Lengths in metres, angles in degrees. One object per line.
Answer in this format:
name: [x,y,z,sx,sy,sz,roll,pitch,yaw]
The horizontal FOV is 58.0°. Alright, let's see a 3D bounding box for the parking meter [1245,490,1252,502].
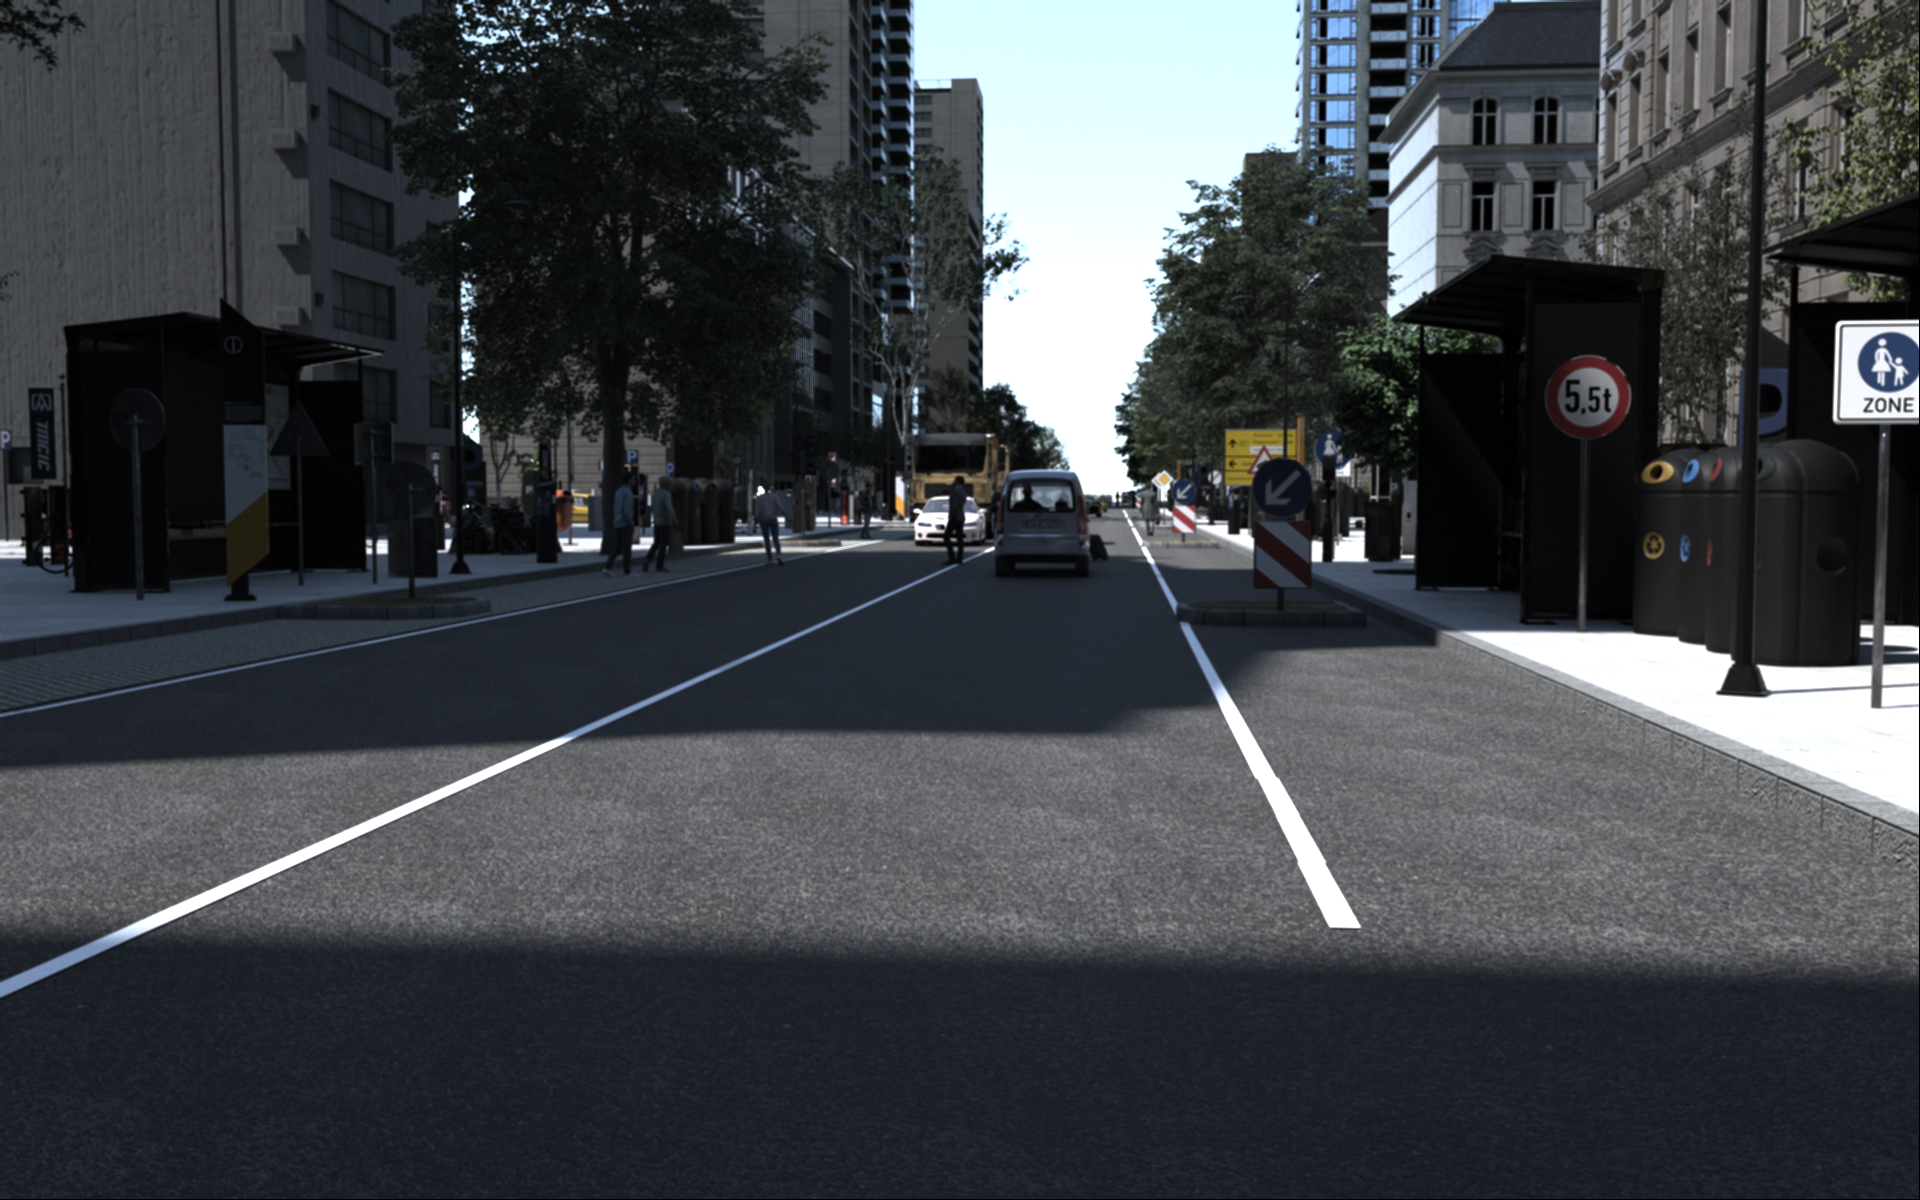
parking meter: [15.080,-5.014,90.393,0.372,1.533,0.369,0,3,0]

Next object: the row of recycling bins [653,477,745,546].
row of recycling bins: [-6.808,-2.271,44.242,1.069,1.692,3.534,1,4,18]

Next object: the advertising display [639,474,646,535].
advertising display: [-10.445,-3.038,54.882,0.974,1.923,0.123,0,4,4]

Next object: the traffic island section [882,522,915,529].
traffic island section: [-2.099,-3.044,72.046,2.009,0.180,2.903,0,4,5]

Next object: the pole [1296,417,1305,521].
pole: [9.080,-3.201,46.177,0.158,3.312,0.155,0,3,0]

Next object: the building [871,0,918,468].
building: [-15.589,-53.767,191.758,22.319,86.520,31.000,0,4,5]

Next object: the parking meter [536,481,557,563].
parking meter: [-7.706,-1.460,32.280,0.372,1.533,0.369,0,3,0]

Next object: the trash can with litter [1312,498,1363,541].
trash can with litter: [10.089,-2.248,47.818,1.678,1.210,2.233,0,4,-3]

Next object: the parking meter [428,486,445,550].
parking meter: [-12.001,-1.912,39.675,0.372,1.533,0.369,0,3,0]

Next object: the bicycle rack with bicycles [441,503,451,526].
bicycle rack with bicycles: [-21.719,-3.462,69.994,2.852,0.926,2.925,1,4,16]

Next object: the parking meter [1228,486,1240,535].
parking meter: [8.701,-2.847,54.963,0.372,1.533,0.369,0,3,0]

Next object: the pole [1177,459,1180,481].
pole: [12.891,-6.623,102.135,0.158,3.312,0.155,0,3,0]

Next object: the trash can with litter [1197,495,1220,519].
trash can with litter: [12.744,-4.715,88.140,2.233,1.210,1.678,2,4,35]

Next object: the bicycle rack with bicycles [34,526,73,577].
bicycle rack with bicycles: [-13.404,-0.895,28.015,2.925,0.926,2.852,-1,4,-12]

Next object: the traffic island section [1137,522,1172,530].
traffic island section: [8.400,-2.986,71.106,2.009,0.180,2.903,0,4,5]

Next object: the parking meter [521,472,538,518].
parking meter: [-11.386,-2.456,45.872,0.399,1.863,0.255,0,4,0]

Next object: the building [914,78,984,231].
building: [-4.211,-52.911,303.348,20.563,71.187,20.611,0,4,5]

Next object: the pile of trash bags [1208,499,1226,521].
pile of trash bags: [13.728,-4.470,82.829,3.447,1.369,1.912,-1,4,-16]

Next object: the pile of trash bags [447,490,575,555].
pile of trash bags: [-9.614,-1.742,38.236,1.912,1.369,3.447,1,4,21]

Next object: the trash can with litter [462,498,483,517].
trash can with litter: [-13.481,-2.292,48.861,1.055,1.170,0.624,-2,4,-35]

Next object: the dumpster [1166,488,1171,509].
dumpster: [18.062,-8.590,146.204,1.264,1.857,1.865,0,4,5]

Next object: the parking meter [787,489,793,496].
parking meter: [-8.271,-4.669,84.742,0.372,1.533,0.369,0,3,0]

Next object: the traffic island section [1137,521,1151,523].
traffic island section: [9.112,-3.473,79.059,2.009,0.180,2.903,0,4,5]

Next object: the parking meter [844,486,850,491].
parking meter: [-7.713,-6.864,117.937,0.255,1.863,0.399,-3,4,-37]

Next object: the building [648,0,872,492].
building: [-17.014,-44.497,165.777,20.563,71.187,20.611,0,4,5]

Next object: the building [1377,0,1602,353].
building: [46.209,-19.412,93.796,44.131,29.872,17.030,0,4,5]

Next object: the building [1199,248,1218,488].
building: [49.092,-39.940,303.133,14.600,45.320,14.200,0,4,5]

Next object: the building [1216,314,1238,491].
building: [45.497,-29.834,259.489,14.160,30.474,14.107,0,4,5]

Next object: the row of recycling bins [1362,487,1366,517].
row of recycling bins: [22.144,-5.426,95.834,1.069,1.692,3.534,3,5,44]

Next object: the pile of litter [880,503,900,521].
pile of litter: [-3.374,-4.323,84.649,1.176,0.858,1.719,1,4,12]

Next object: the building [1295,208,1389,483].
building: [33.450,-19.138,141.792,11.050,23.489,19.941,0,4,5]

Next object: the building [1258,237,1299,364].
building: [40.304,-25.909,195.319,14.160,30.474,14.107,0,4,5]

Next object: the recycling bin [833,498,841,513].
recycling bin: [-7.978,-6.254,114.813,0.722,1.027,0.722,-1,4,-18]

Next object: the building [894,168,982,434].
building: [-8.506,-38.980,261.029,21.300,48.544,21.600,0,4,5]

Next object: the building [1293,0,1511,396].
building: [41.859,-52.489,170.868,22.319,86.520,31.000,0,4,5]

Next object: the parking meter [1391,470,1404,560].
parking meter: [8.457,-1.726,33.930,0.399,1.863,0.255,0,4,-4]

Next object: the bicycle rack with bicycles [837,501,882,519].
bicycle rack with bicycles: [-5.020,-4.678,89.862,2.925,0.926,2.852,-2,4,-25]

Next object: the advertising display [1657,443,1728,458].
advertising display: [9.303,-1.032,22.085,0.974,1.923,0.123,0,4,-5]

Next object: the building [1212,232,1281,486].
building: [51.943,-38.316,281.098,22.147,44.769,28.867,0,4,5]

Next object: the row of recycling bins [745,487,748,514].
row of recycling bins: [-11.364,-5.041,89.532,1.069,1.692,3.534,-1,4,-9]

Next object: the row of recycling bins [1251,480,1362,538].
row of recycling bins: [10.157,-2.705,51.342,3.534,1.692,1.069,-2,4,-31]

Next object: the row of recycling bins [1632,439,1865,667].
row of recycling bins: [6.544,-0.452,14.506,1.069,1.692,3.534,0,4,6]

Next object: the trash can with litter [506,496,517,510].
trash can with litter: [-22.260,-4.495,84.544,2.233,1.210,1.678,0,4,-8]

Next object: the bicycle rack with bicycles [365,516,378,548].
bicycle rack with bicycles: [-15.665,-1.709,41.323,2.925,0.926,2.852,3,5,41]

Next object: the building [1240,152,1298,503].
building: [40.898,-32.166,209.506,14.154,41.232,14.086,0,4,5]

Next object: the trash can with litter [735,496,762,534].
trash can with litter: [-7.172,-2.737,55.805,2.233,1.210,1.678,-2,4,-34]

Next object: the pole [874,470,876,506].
pole: [-7.090,-9.227,144.704,0.158,3.312,0.155,0,3,0]

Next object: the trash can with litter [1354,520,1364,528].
trash can with litter: [15.284,-3.281,65.031,1.055,1.170,0.624,1,4,15]

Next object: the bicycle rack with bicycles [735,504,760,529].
bicycle rack with bicycles: [-8.575,-3.149,64.869,2.925,0.926,2.852,2,4,30]

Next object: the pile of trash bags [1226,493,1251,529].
pile of trash bags: [11.950,-3.341,64.375,3.447,1.369,1.912,2,4,29]

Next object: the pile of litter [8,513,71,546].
pile of litter: [-22.627,-1.767,42.851,1.719,0.858,1.176,1,4,16]
